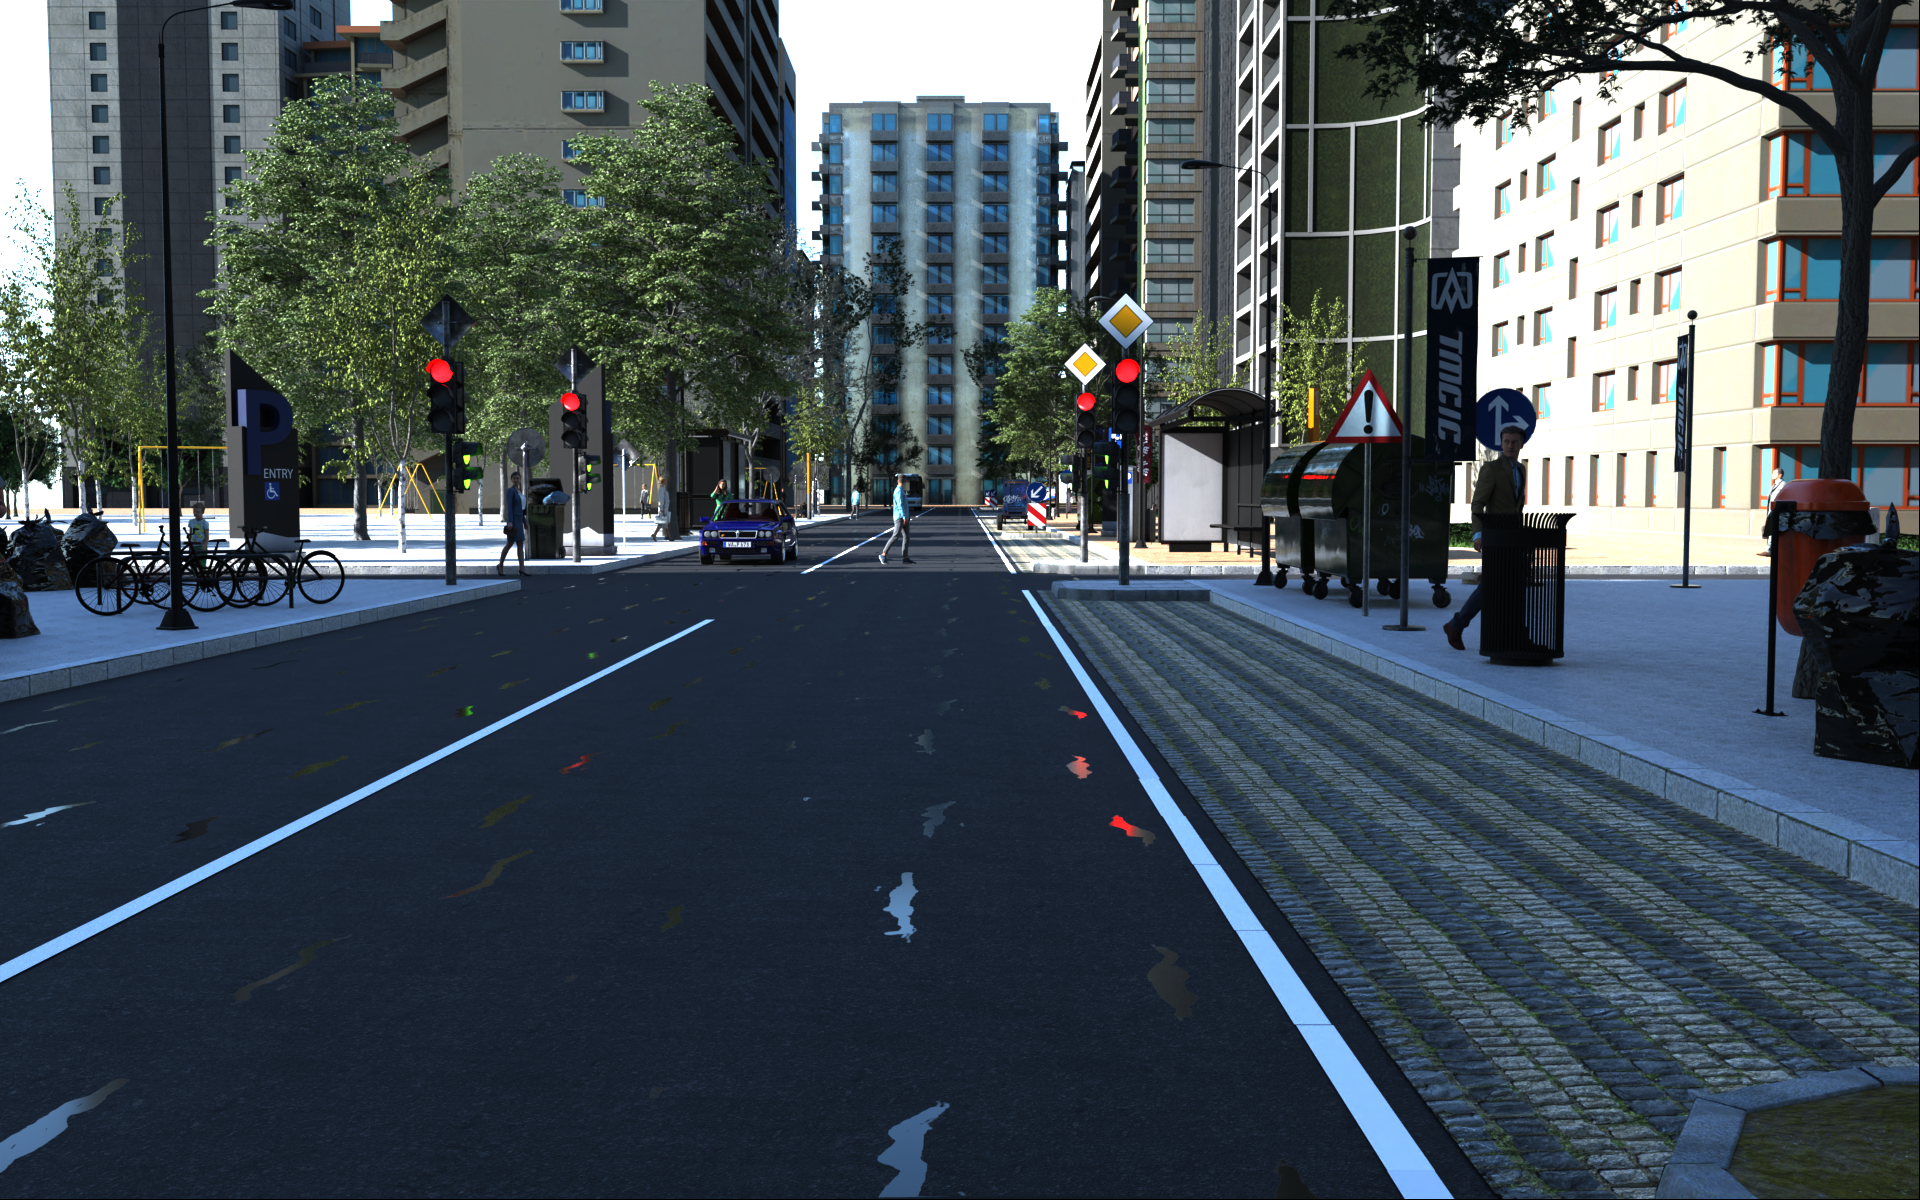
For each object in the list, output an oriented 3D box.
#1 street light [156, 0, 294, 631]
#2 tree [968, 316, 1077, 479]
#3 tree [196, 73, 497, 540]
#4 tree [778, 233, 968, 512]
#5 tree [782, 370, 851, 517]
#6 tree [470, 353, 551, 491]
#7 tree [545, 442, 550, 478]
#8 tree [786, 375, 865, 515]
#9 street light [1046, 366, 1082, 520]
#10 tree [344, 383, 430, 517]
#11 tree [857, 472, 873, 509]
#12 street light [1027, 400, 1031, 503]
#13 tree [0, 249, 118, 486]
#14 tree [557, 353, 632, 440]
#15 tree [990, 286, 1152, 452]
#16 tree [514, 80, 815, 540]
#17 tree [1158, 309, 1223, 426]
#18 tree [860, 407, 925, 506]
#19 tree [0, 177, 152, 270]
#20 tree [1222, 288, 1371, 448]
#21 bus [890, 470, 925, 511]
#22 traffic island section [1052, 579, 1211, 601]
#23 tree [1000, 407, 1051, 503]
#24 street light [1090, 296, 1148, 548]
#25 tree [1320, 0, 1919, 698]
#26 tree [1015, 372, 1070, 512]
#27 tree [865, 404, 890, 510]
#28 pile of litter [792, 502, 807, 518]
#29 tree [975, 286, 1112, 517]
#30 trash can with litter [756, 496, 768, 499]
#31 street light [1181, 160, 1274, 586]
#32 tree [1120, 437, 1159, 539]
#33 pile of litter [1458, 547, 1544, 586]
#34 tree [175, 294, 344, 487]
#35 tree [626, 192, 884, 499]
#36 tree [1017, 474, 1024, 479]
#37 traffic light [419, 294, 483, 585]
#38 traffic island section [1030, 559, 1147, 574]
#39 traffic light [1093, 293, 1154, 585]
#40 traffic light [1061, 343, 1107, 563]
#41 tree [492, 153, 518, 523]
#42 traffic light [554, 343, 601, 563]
[{"bbox_3d":[-6.895,-2.675,16.271,1.470,5.913,1.316,0,3,0],"label":"street light"},{"bbox_3d":[6.693,-20.023,183.261,12.611,20.169,13.585,0,3,0],"label":"tree"},{"bbox_3d":[-17.042,-7.920,47.620,7.486,12.596,7.792,0,3,0],"label":"tree"},{"bbox_3d":[-7.002,-16.471,125.197,12.611,20.169,13.585,0,3,0],"label":"tree"},{"bbox_3d":[-8.190,-8.977,97.128,4.737,8.622,4.395,0,3,0],"label":"tree"},{"bbox_3d":[-24.085,-9.732,93.526,7.601,10.594,8.767,-1,4,-9],"label":"tree"},{"bbox_3d":[-24.061,-9.248,101.564,4.360,8.622,3.978,0,3,0],"label":"tree"},{"bbox_3d":[-8.246,-9.387,103.832,4.360,8.622,3.978,0,3,0],"label":"tree"},{"bbox_3d":[3.835,-5.525,62.872,1.470,5.913,1.316,0,3,0],"label":"street light"},{"bbox_3d":[-32.883,-8.998,97.477,4.360,8.622,3.978,0,3,0],"label":"tree"},{"bbox_3d":[-8.314,-9.212,145.211,1.663,3.219,1.824,0,3,0],"label":"tree"},{"bbox_3d":[3.887,-6.876,84.967,1.470,5.913,1.316,0,3,0],"label":"street light"},{"bbox_3d":[-27.751,-6.191,51.592,4.360,8.622,3.978,0,3,0],"label":"tree"},{"bbox_3d":[-19.347,-8.276,85.667,4.737,8.622,4.395,0,3,0],"label":"tree"},{"bbox_3d":[5.544,-8.825,78.707,8.767,10.594,7.601,0,4,-1],"label":"tree"},{"bbox_3d":[-7.890,-7.928,47.756,7.486,12.596,7.792,0,3,0],"label":"tree"},{"bbox_3d":[9.887,-7.313,69.928,4.737,8.622,4.395,0,3,0],"label":"tree"},{"bbox_3d":[-7.235,-15.336,185.151,8.767,10.594,7.601,2,4,33],"label":"tree"},{"bbox_3d":[-20.574,-5.482,39.988,4.737,8.622,4.395,0,3,0],"label":"tree"},{"bbox_3d":[12.877,-6.892,63.050,4.737,8.622,4.395,0,3,0],"label":"tree"},{"bbox_3d":[-4.655,-9.703,153.496,2.948,3.499,13.247,0,4,-2],"label":"bus"},{"bbox_3d":[2.337,-0.132,24.444,2.009,0.180,2.903,0,3,0],"label":"traffic island section"},{"bbox_3d":[4.670,-10.296,118.697,4.737,8.622,4.395,0,3,0],"label":"tree"},{"bbox_3d":[3.744,-4.180,40.878,1.470,5.913,1.316,0,3,0],"label":"street light"},{"bbox_3d":[5.723,-4.652,10.478,7.601,10.594,8.767,1,4,16],"label":"tree"},{"bbox_3d":[5.308,-9.331,102.919,4.360,8.622,3.978,0,3,0],"label":"tree"},{"bbox_3d":[-7.797,-11.636,140.609,4.360,8.622,3.978,0,3,0],"label":"tree"},{"bbox_3d":[-8.630,-4.834,92.993,1.176,0.858,1.719,2,4,24],"label":"pile of litter"},{"bbox_3d":[5.115,-10.846,95.467,7.486,12.596,7.792,0,3,0],"label":"tree"},{"bbox_3d":[-8.996,-3.917,75.096,2.233,1.210,1.678,-1,4,-10],"label":"trash can with litter"},{"bbox_3d":[3.769,-3.162,24.234,1.470,5.913,1.316,0,3,0],"label":"street light"},{"bbox_3d":[5.159,-3.381,49.888,1.663,3.219,1.824,0,3,0],"label":"tree"},{"bbox_3d":[7.648,-0.642,24.467,1.176,0.858,1.719,1,4,22],"label":"pile of litter"},{"bbox_3d":[-25.193,-6.803,61.591,4.360,8.622,3.978,0,3,0],"label":"tree"},{"bbox_3d":[-8.584,-9.823,70.968,12.009,13.543,11.850,0,3,0],"label":"tree"},{"bbox_3d":[5.605,-10.709,169.685,1.663,3.219,1.824,0,3,0],"label":"tree"},{"bbox_3d":[-7.164,-2.165,24.325,0.839,4.253,0.868,0,3,0],"label":"traffic light"},{"bbox_3d":[2.346,-0.621,32.429,2.009,0.180,2.903,0,3,0],"label":"traffic island section"},{"bbox_3d":[2.297,-2.166,24.330,0.839,4.253,0.868,0,3,0],"label":"traffic light"},{"bbox_3d":[2.306,-2.654,32.315,0.839,4.253,0.868,0,3,0],"label":"traffic light"},{"bbox_3d":[-15.033,-8.572,58.284,7.486,12.596,7.792,0,3,0],"label":"tree"},{"bbox_3d":[-7.155,-2.654,32.310,0.839,4.253,0.868,0,3,0],"label":"traffic light"}]
